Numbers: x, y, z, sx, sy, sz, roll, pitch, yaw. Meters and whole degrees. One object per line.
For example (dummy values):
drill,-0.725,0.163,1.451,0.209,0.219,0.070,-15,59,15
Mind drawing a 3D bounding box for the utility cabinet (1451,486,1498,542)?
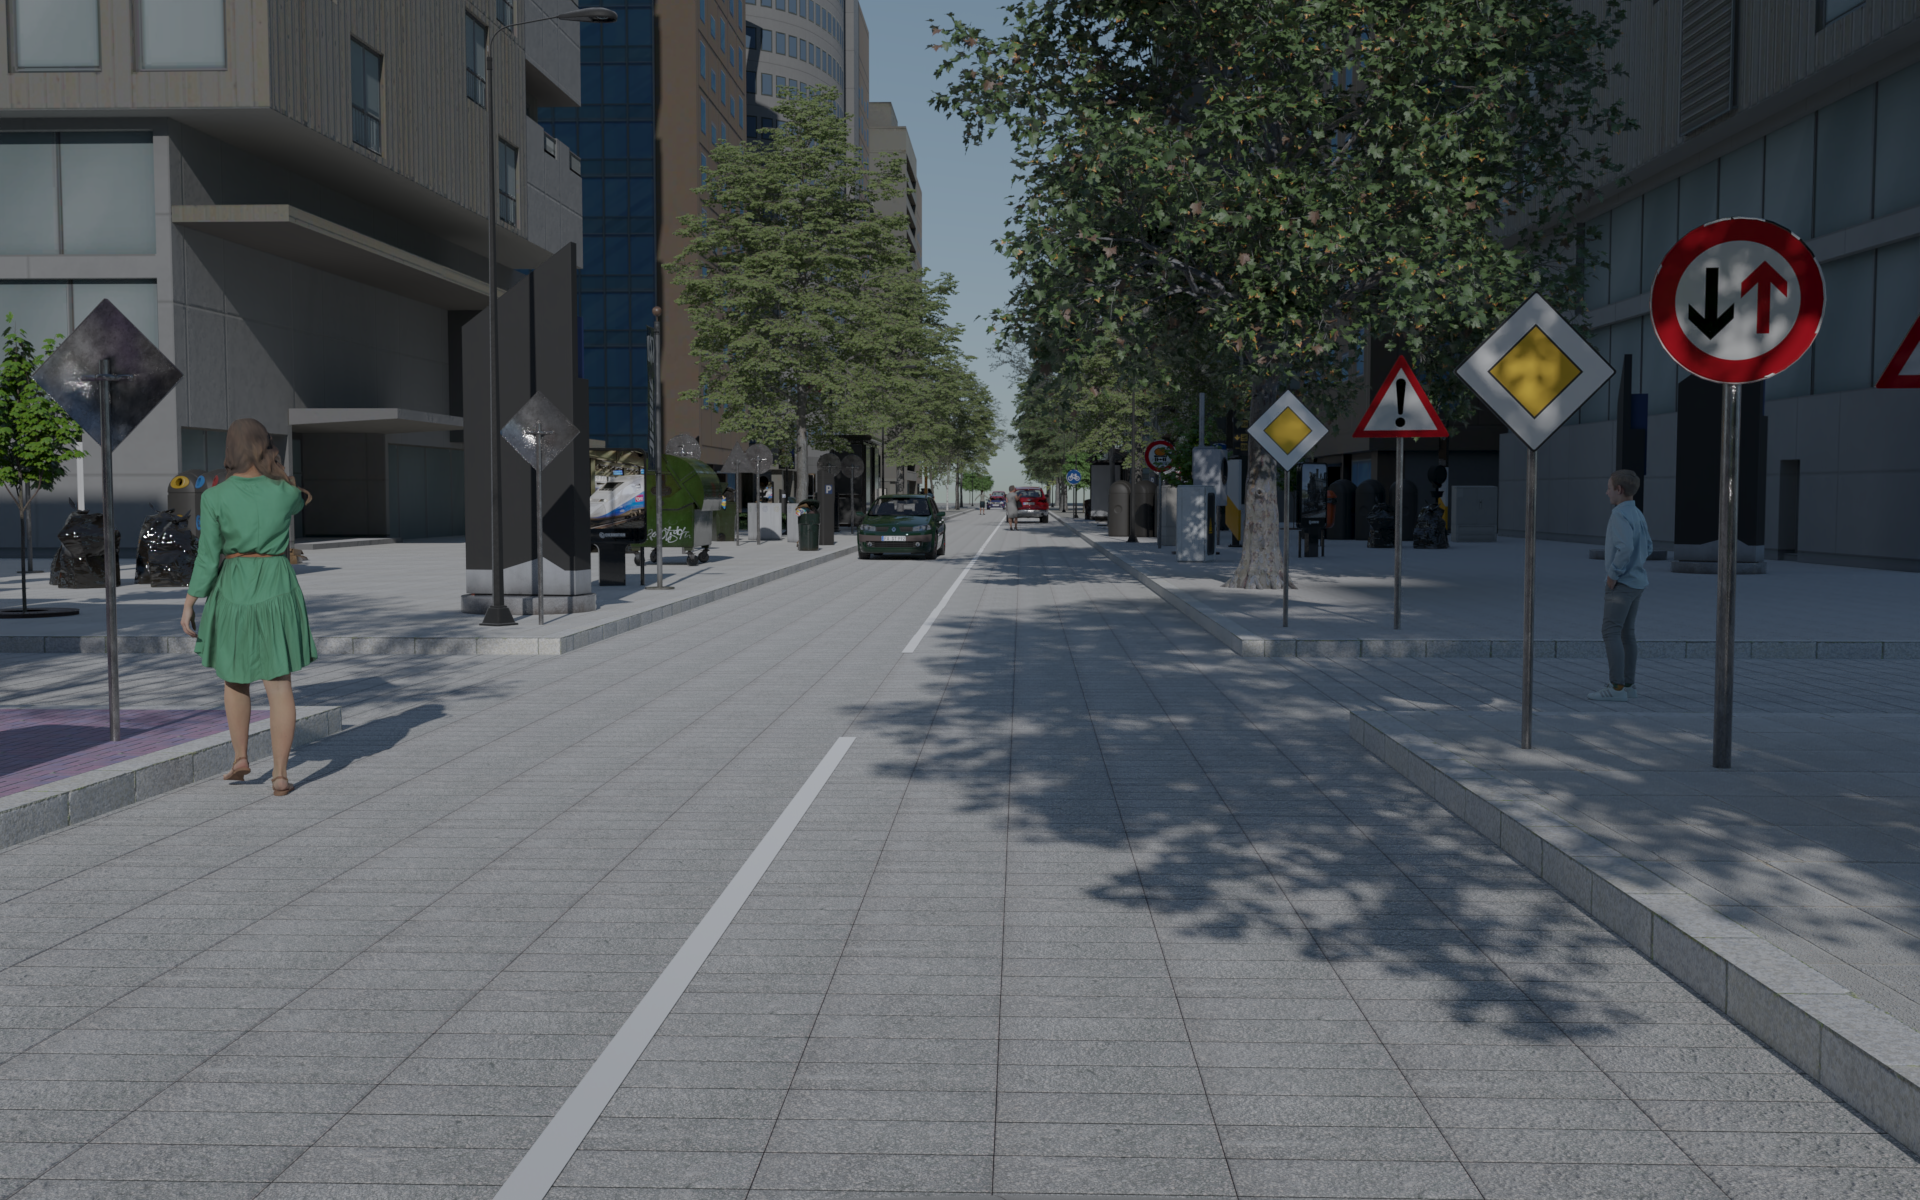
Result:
utility cabinet,13.717,-2.294,46.180,1.173,1.500,0.318,-1,4,-11

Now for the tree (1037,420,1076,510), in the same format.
tree,9.177,-12.672,157.543,4.737,8.622,4.395,0,3,0

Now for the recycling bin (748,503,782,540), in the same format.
recycling bin,-5.453,-2.191,48.381,0.722,1.027,0.722,-2,4,-35

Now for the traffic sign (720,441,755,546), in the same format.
traffic sign,-5.499,-2.616,42.781,0.884,2.594,0.081,1,4,9

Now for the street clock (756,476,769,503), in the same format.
street clock,-7.727,-3.864,67.747,0.471,2.002,0.358,-2,4,-25

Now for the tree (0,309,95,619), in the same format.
tree,-9.968,-1.451,18.323,1.663,3.219,1.824,0,3,0

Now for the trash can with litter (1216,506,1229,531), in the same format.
trash can with litter,8.997,-2.996,60.367,1.055,1.170,0.624,-2,4,-26

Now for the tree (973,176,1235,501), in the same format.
tree,5.772,-8.297,53.787,7.486,12.596,7.792,0,3,0

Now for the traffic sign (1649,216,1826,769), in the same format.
traffic sign,3.577,-0.486,8.053,0.768,2.556,0.104,1,4,9

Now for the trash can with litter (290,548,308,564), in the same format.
trash can with litter,-12.555,-1.252,31.851,1.055,1.170,0.624,0,4,-4

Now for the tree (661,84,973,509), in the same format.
tree,-4.440,-7.950,48.114,7.486,12.596,7.792,0,3,0

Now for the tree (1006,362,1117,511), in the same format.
tree,7.862,-13.769,131.777,9.857,13.997,8.962,0,3,0

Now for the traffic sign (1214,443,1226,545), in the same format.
traffic sign,6.495,-2.654,43.492,0.768,2.556,0.104,0,4,8

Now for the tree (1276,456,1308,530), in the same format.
tree,12.059,-4.164,62.686,1.663,3.219,1.824,0,3,0

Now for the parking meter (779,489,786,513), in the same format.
parking meter,-8.811,-4.756,86.169,0.372,1.533,0.369,0,3,0

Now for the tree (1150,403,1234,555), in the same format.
tree,5.027,-2.592,36.980,1.663,3.219,1.824,0,3,0

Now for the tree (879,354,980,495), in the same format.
tree,-2.078,-11.059,115.220,7.601,10.594,8.767,1,4,16

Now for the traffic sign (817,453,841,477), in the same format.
traffic sign,-4.070,-3.286,53.826,0.768,2.556,0.104,0,4,5

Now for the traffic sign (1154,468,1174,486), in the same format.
traffic sign,5.683,-2.943,48.224,0.768,2.556,0.104,1,4,11

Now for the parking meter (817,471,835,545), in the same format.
parking meter,-3.355,-2.302,43.351,0.399,1.863,0.255,-3,5,-42

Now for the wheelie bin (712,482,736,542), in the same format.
wheelie bin,-6.432,-2.391,47.009,0.693,1.594,0.980,-2,4,-29

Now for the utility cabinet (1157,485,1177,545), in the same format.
utility cabinet,5.382,-2.113,43.233,0.318,1.500,1.173,3,5,43

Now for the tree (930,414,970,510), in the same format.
tree,-1.188,-11.314,135.339,4.360,8.622,3.978,0,3,0

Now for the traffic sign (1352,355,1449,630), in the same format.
traffic sign,4.140,-0.999,16.330,0.884,2.594,0.081,1,4,10

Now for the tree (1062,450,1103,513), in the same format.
tree,8.287,-8.096,116.079,4.285,4.588,4.351,0,3,0

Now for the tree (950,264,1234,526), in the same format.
tree,6.103,-9.679,68.628,12.009,13.543,11.850,0,3,0

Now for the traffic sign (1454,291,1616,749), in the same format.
traffic sign,2.850,-0.307,8.662,0.795,2.450,0.064,0,4,2

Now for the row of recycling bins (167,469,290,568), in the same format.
row of recycling bins,-11.800,-1.275,27.960,1.069,1.692,3.534,-3,5,-42

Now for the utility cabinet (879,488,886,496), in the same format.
utility cabinet,-3.220,-3.627,67.978,0.318,1.500,1.173,-1,4,-22

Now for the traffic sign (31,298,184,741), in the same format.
traffic sign,-4.389,-0.324,8.940,0.795,2.450,0.064,0,4,2

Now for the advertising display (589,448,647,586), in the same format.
advertising display,-4.862,-1.159,24.160,0.974,1.923,0.123,-1,4,-19

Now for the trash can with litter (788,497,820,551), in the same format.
trash can with litter,-3.530,-1.708,39.318,0.624,1.170,1.055,-1,4,-17

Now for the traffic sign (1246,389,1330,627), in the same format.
traffic sign,3.135,-0.795,16.642,0.795,2.450,0.064,0,4,2

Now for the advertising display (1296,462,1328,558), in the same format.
advertising display,7.143,-1.832,35.163,0.123,1.923,0.974,3,5,44

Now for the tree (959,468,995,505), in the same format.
tree,1.259,-13.997,212.565,4.285,4.588,4.351,0,3,0

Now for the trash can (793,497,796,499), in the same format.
trash can,-8.595,-4.752,89.351,0.748,1.137,0.748,0,3,0

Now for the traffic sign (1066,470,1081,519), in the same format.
traffic sign,5.944,-5.527,90.467,0.768,2.556,0.104,1,4,9

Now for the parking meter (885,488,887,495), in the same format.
parking meter,-3.367,-4.123,75.824,0.372,1.533,0.369,0,3,0

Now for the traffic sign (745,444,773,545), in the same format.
traffic sign,-5.103,-2.671,43.783,0.768,2.556,0.104,1,4,10

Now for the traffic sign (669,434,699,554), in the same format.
traffic sign,-5.893,-2.249,36.870,0.768,2.556,0.104,0,4,3

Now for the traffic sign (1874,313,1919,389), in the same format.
traffic sign,5.060,-0.536,8.761,0.884,2.594,0.081,0,4,6

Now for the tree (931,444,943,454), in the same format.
tree,0.094,-15.715,167.313,12.009,13.543,11.850,0,3,0

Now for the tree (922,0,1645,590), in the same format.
tree,4.163,-6.497,23.236,9.611,12.733,9.660,0,3,0

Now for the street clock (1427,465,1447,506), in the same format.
street clock,11.876,-2.359,43.137,0.471,2.002,0.358,-2,4,-32

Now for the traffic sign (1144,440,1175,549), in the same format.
traffic sign,4.702,-2.483,40.699,0.768,2.556,0.104,0,4,3

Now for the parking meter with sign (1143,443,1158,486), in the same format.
parking meter with sign,6.987,-3.903,60.073,1.738,3.016,0.543,-1,4,-20

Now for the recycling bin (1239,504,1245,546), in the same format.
recycling bin,7.266,-1.841,42.654,0.722,1.027,0.722,3,4,37

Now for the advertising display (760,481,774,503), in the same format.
advertising display,-9.646,-4.966,86.414,0.974,1.923,0.123,3,5,41

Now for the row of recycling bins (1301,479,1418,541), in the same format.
row of recycling bins,11.130,-2.524,48.387,3.534,1.692,1.069,3,5,41

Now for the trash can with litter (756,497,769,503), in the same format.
trash can with litter,-8.278,-3.680,71.553,0.624,1.170,1.055,-2,4,-28

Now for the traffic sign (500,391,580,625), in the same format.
traffic sign,-4.104,-0.812,16.920,0.795,2.450,0.064,0,4,2

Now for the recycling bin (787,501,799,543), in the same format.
recycling bin,-4.111,-2.044,45.970,0.722,1.027,0.722,-3,4,-36

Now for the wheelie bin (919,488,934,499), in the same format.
wheelie bin,-1.787,-5.096,91.222,0.980,1.594,0.693,3,4,37

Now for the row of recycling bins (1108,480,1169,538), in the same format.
row of recycling bins,5.883,-2.700,51.255,3.534,1.692,1.069,3,5,40

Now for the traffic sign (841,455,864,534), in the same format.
traffic sign,-3.478,-3.411,55.874,0.768,2.556,0.104,0,4,5
